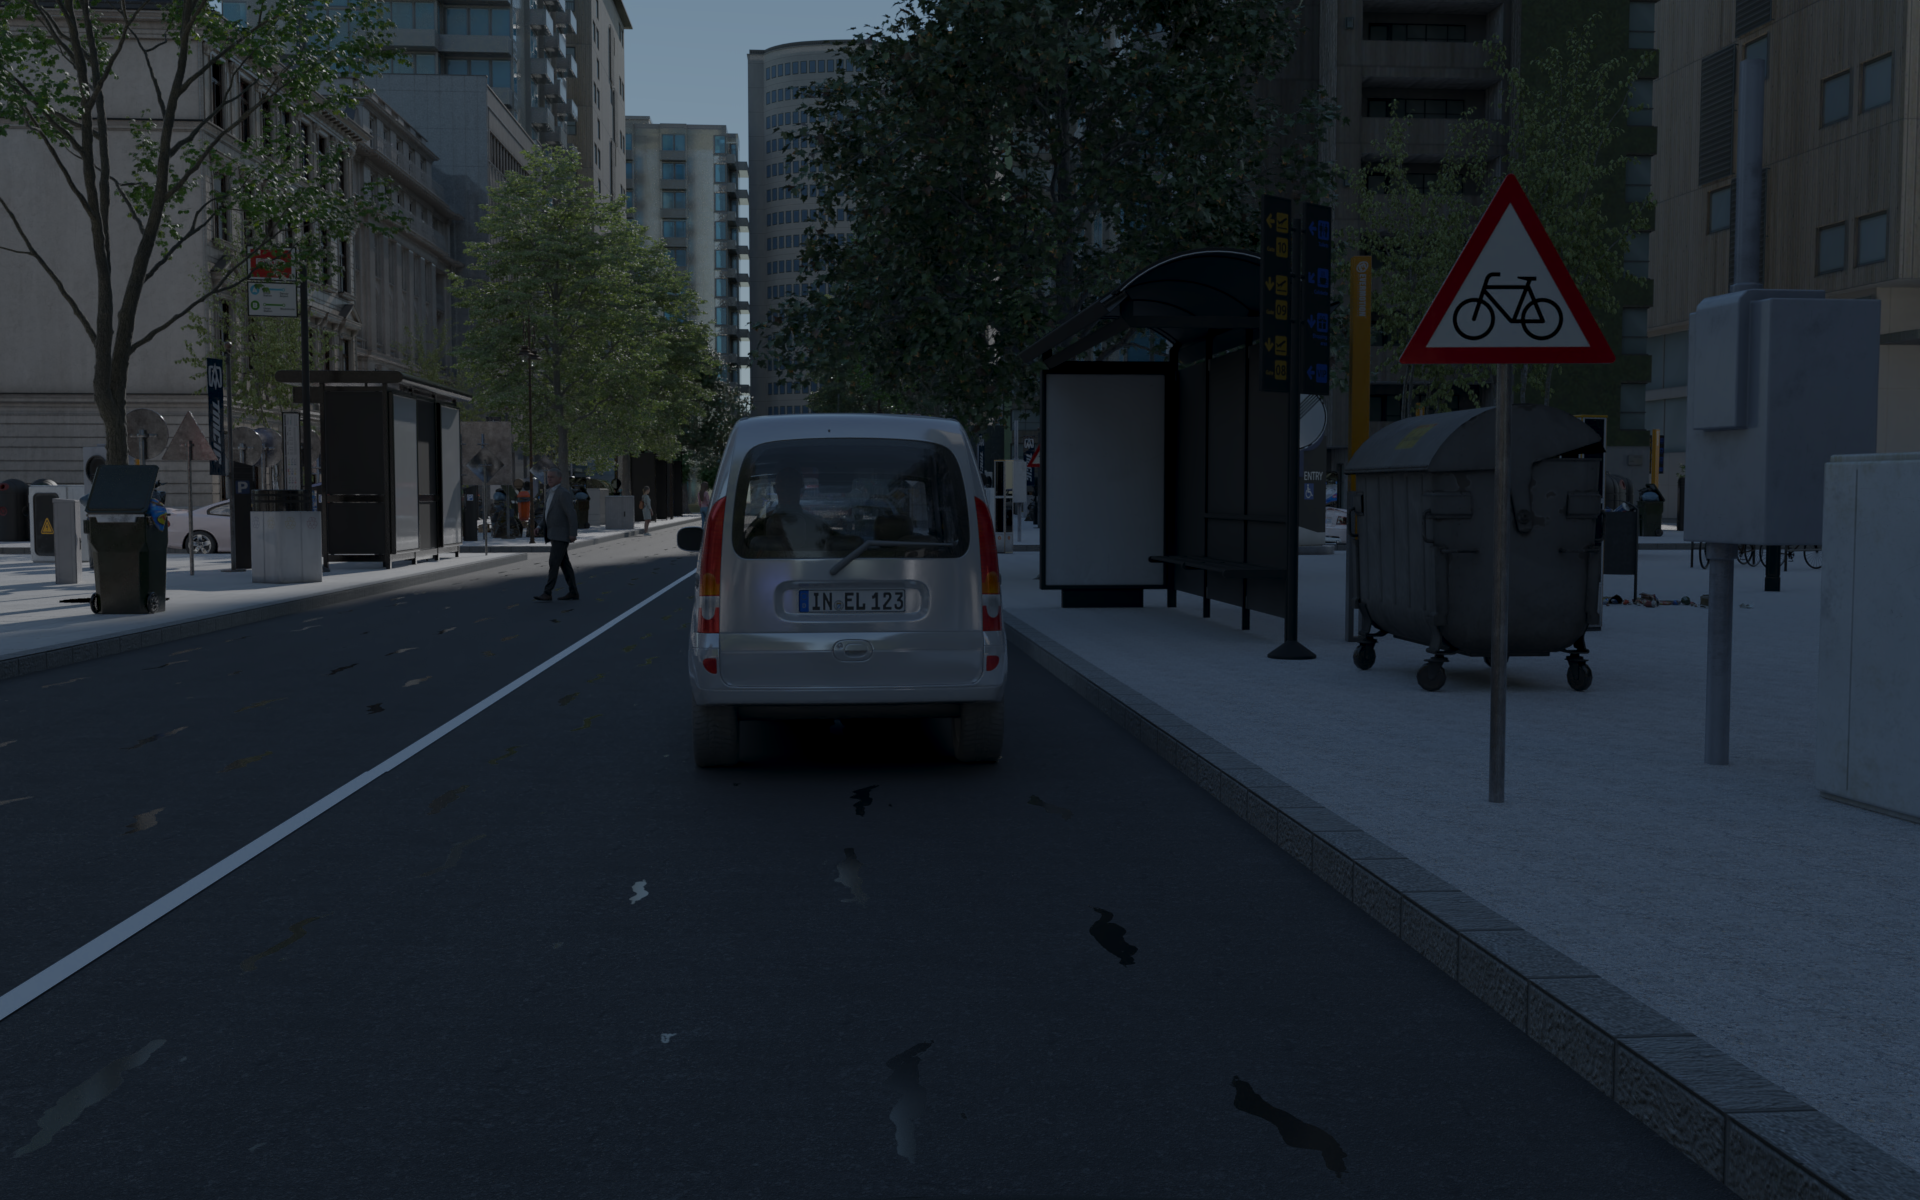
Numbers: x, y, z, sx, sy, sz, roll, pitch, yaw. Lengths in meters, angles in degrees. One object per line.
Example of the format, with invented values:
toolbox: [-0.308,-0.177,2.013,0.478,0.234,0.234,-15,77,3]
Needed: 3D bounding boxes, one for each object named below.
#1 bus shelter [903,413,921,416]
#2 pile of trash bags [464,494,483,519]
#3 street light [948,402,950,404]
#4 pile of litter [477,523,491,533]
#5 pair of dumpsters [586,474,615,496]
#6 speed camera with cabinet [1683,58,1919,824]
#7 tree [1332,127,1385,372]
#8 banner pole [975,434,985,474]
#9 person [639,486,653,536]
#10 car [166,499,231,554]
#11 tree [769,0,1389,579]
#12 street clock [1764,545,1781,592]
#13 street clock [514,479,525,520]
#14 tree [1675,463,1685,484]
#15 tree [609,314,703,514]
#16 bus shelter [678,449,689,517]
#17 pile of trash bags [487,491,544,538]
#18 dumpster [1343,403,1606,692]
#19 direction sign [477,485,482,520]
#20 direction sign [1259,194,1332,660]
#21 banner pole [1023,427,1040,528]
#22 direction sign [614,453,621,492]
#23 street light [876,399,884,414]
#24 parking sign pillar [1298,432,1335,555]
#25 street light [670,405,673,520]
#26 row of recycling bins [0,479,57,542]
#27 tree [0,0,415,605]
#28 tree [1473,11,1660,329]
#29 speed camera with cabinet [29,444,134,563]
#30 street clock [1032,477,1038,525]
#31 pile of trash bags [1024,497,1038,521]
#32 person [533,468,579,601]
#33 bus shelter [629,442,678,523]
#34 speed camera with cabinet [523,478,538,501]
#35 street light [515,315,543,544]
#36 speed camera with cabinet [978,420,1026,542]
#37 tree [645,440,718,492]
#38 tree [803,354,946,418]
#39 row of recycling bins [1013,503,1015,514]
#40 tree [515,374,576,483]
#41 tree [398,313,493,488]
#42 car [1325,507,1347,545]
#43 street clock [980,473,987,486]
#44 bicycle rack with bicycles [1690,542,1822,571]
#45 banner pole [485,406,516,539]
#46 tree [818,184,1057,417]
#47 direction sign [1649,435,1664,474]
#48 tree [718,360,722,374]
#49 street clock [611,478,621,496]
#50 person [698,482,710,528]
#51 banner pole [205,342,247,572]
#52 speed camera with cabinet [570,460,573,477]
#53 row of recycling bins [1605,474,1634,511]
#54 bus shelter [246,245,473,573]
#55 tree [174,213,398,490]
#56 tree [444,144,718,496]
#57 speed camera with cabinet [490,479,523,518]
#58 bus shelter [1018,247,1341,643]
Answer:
bus shelter: [-2.801,-6.482,83.611,2.179,5.291,8.768,0,4,-5]
pile of trash bags: [-25.042,-4.824,88.632,1.912,1.369,3.447,0,4,-8]
street light: [-0.212,-3.879,36.212,0.468,5.910,1.993,0,4,-5]
pile of litter: [-15.743,-2.698,58.075,1.176,0.858,1.719,2,4,24]
pair of dumpsters: [-17.049,-4.805,81.059,1.574,2.255,4.437,0,4,-5]
speed camera with cabinet: [3.892,-0.796,7.345,0.660,3.252,2.038,0,4,-8]
tree: [8.903,-5.059,33.085,4.737,8.622,4.395,0,3,0]
banner pole: [0.692,-4.361,61.327,0.401,3.779,0.863,2,4,28]
person: [-10.806,-3.071,59.708,0.522,1.701,0.512,-2,4,-35]
car: [-15.360,-1.620,38.853,4.827,1.381,2.083,0,4,-4]
tree: [1.531,-6.660,25.896,9.611,12.733,9.660,0,3,0]
street clock: [10.730,-1.116,22.815,0.358,2.002,0.471,2,4,26]
street clock: [-20.845,-4.732,81.940,0.471,2.002,0.358,0,4,7]
tree: [26.094,-4.043,60.706,1.663,3.219,1.824,0,3,0]
tree: [-17.691,-11.835,110.512,9.611,12.733,9.660,0,3,0]
bus shelter: [-15.704,-6.244,93.370,1.731,3.624,6.357,0,4,-5]
pile of trash bags: [-13.191,-2.597,52.218,1.912,1.369,3.447,-1,4,-13]
dumpster: [3.515,-0.377,11.927,1.264,1.857,1.865,0,4,-5]
direction sign: [-23.509,-5.651,84.396,0.379,3.537,0.876,3,4,39]
direction sign: [2.600,-1.313,13.464,0.876,3.537,0.379,-3,5,-43]
banner pole: [2.739,-4.586,64.996,0.863,3.779,0.401,2,4,24]
direction sign: [-18.778,-6.305,95.079,0.379,3.537,0.876,-2,4,-33]
street light: [-3.612,-6.401,77.440,0.468,5.910,1.993,0,4,-5]
parking sign pillar: [7.299,-2.971,37.045,1.447,3.967,1.447,-3,5,-44]
street light: [-14.547,-6.991,87.090,0.468,5.910,1.993,0,4,-5]
row of recycling bins: [-26.107,-2.435,46.926,3.534,1.692,1.069,0,4,3]
tree: [-9.900,-5.773,20.139,9.928,11.665,9.643,0,3,0]
tree: [8.997,-4.706,27.307,4.737,8.622,4.395,0,3,0]
speed camera with cabinet: [-16.395,-2.321,32.286,2.038,3.252,0.660,1,4,20]
street clock: [3.170,-4.151,72.443,0.358,2.002,0.471,-1,4,-12]
pile of trash bags: [4.508,-4.357,80.987,1.912,1.369,3.447,-2,4,-30]
person: [-5.449,-0.875,23.197,0.661,1.777,0.834,3,5,40]
bus shelter: [-14.486,-5.499,81.199,1.731,3.624,6.357,0,4,-5]
speed camera with cabinet: [-24.668,-6.283,97.071,2.038,3.252,0.660,1,4,22]
street light: [-11.097,-4.402,44.760,0.468,5.910,1.993,0,4,-5]
speed camera with cabinet: [0.940,-3.225,47.062,0.660,3.252,2.038,-3,4,-38]
tree: [-16.968,-7.138,100.420,4.285,4.588,4.351,0,3,0]
tree: [-4.591,-11.619,96.627,9.857,13.997,8.962,0,3,0]
row of recycling bins: [2.319,-6.330,110.604,1.069,1.692,3.534,-2,4,-34]
tree: [-23.712,-9.189,100.597,4.360,8.622,3.978,0,3,0]
tree: [-21.360,-7.397,71.301,4.737,8.622,4.395,0,3,0]
car: [11.153,-1.790,41.629,4.827,1.381,2.083,0,4,-4]
street clock: [0.693,-3.385,59.921,0.358,2.002,0.471,-3,5,-41]
bicycle rack with bicycles: [13.775,-1.012,29.936,2.925,0.926,2.852,-2,4,-30]
banner pole: [-13.101,-3.625,49.283,0.863,3.779,0.401,0,4,8]
tree: [-0.384,-7.904,54.991,9.928,11.665,9.643,0,3,0]
direction sign: [26.645,-4.563,66.602,0.876,3.537,0.379,-1,4,-12]
tree: [-13.512,-9.414,72.039,7.486,12.596,7.792,0,3,0]
street clock: [-15.858,-4.609,79.931,0.471,2.002,0.358,-1,4,-11]
person: [-8.163,-2.883,55.649,0.555,1.821,0.388,2,4,26]
banner pole: [-12.051,-2.342,28.312,0.401,3.779,0.863,0,4,8]
speed camera with cabinet: [-20.559,-5.991,92.287,0.660,3.252,2.038,1,4,13]
row of recycling bins: [13.084,-1.726,35.338,1.069,1.692,3.534,2,4,27]
bus shelter: [-10.634,-3.251,30.792,2.179,5.291,8.768,0,4,-5]
tree: [-18.085,-5.810,45.357,4.737,8.622,4.395,0,3,0]
tree: [-13.522,-8.504,57.163,7.486,12.596,7.792,0,3,0]
speed camera with cabinet: [-21.058,-5.243,80.057,0.660,3.252,2.038,0,4,8]
bus shelter: [1.895,-1.411,17.002,2.014,3.302,5.546,0,4,-5]
